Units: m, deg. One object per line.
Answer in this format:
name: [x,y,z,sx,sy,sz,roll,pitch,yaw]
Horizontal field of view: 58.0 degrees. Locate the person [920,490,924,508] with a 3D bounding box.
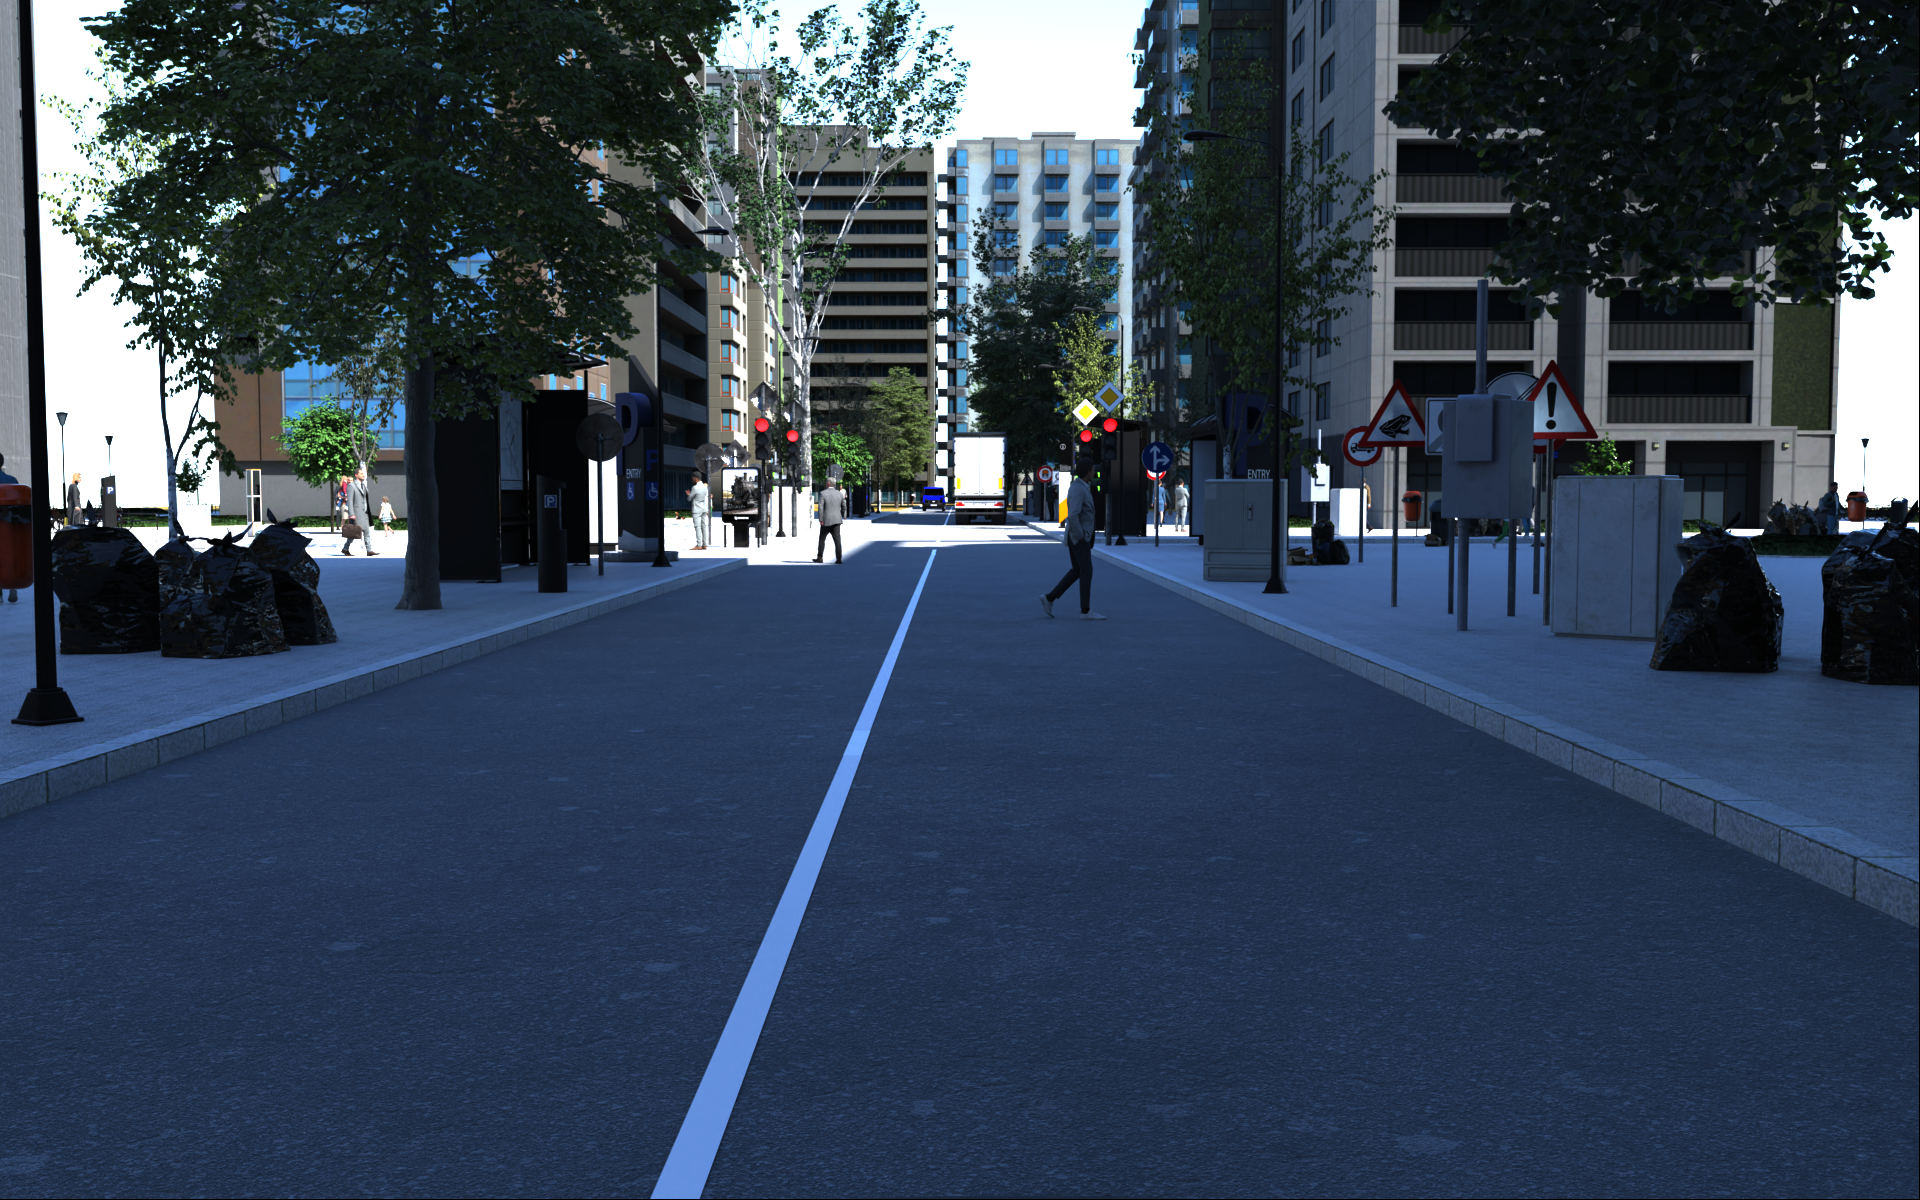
person: [-3.874,-10.552,181.041,0.705,1.823,1.348,-1,4,-20]

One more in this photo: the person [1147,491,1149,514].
person: [12.131,-6.580,113.828,0.583,1.804,0.606,-1,4,-12]

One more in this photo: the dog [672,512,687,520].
dog: [-13.886,-4.161,85.773,0.550,0.427,0.748,-3,5,-40]

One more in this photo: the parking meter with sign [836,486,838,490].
parking meter with sign: [-8.300,-7.573,120.082,0.543,3.016,1.738,-2,4,-23]

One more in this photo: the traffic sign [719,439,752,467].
traffic sign: [-5.423,-2.568,41.720,0.795,2.593,0.064,0,4,4]

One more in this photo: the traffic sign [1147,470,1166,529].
traffic sign: [7.133,-3.865,63.294,0.768,2.556,0.104,0,4,1]

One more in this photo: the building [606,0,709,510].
building: [-27.694,-29.508,106.153,21.300,48.544,21.600,0,3,0]

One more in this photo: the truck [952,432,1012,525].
truck: [1.064,-5.812,83.937,2.839,4.237,11.283,0,4,2]

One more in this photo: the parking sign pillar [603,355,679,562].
parking sign pillar: [-6.111,-2.728,33.067,1.447,3.967,1.447,-2,4,-34]

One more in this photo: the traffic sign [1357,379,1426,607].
traffic sign: [4.940,-1.201,19.639,0.884,2.594,0.081,0,4,5]

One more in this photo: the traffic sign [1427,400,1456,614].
traffic sign: [5.260,-1.001,18.501,0.606,2.300,0.079,0,4,2]

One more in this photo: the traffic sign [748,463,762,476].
traffic sign: [-8.494,-4.391,71.903,0.768,2.556,0.104,0,4,1]

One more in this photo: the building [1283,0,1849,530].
building: [25.573,-38.671,70.521,20.611,71.187,20.563,0,3,0]

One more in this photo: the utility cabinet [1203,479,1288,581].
utility cabinet: [4.176,-1.021,25.366,1.173,1.500,0.318,1,4,21]

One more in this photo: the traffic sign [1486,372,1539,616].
traffic sign: [5.792,-1.102,18.121,0.768,2.556,0.104,0,4,8]

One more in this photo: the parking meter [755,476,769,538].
parking meter: [-5.764,-2.734,50.405,0.399,1.863,0.255,-1,4,-12]

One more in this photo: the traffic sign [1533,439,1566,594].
traffic sign: [7.415,-1.352,22.211,0.768,2.556,0.104,0,4,0]

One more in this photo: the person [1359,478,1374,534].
person: [12.989,-3.037,55.615,0.836,1.842,0.656,-3,5,-40]

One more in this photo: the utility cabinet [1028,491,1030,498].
utility cabinet: [5.206,-6.861,120.851,1.173,1.500,0.318,0,4,-2]

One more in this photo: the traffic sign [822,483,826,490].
traffic sign: [-8.125,-6.414,104.875,0.884,2.594,0.081,1,4,9]

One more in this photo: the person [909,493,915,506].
person: [-5.473,-11.227,192.867,1.065,1.426,0.557,3,4,37]

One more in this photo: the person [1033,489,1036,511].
person: [4.519,-5.808,101.095,0.391,1.810,0.635,-3,5,-43]

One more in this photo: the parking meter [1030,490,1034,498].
parking meter: [4.583,-6.098,108.106,0.372,1.533,0.369,0,3,0]

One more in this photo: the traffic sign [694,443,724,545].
traffic sign: [-6.260,-2.640,43.266,0.768,2.556,0.104,0,4,5]

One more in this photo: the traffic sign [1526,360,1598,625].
traffic sign: [5.737,-1.032,16.872,0.884,2.594,0.081,0,4,7]

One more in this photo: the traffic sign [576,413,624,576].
traffic sign: [-5.658,-1.659,27.227,0.768,2.556,0.104,0,4,3]

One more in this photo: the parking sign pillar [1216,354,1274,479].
parking sign pillar: [5.574,-2.773,33.809,1.447,3.967,1.447,-3,5,-42]

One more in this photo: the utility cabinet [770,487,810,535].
utility cabinet: [-5.257,-2.745,53.561,1.173,1.500,0.318,-1,4,-17]

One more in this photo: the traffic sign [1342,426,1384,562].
traffic sign: [7.527,-1.978,32.451,0.768,2.556,0.104,0,4,4]

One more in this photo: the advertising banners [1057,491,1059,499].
advertising banners: [4.947,-5.362,83.852,0.090,3.025,2.074,-1,4,-11]

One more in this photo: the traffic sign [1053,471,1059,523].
traffic sign: [4.373,-4.543,76.415,0.606,2.300,0.079,0,4,6]

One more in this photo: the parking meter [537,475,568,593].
parking meter: [-5.329,-0.870,22.629,0.372,1.533,0.369,0,3,0]

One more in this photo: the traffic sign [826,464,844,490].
traffic sign: [-5.262,-4.450,72.866,0.768,2.556,0.104,0,4,7]

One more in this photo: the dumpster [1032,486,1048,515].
dumpster: [4.987,-5.986,103.624,1.264,1.857,1.865,0,3,0]

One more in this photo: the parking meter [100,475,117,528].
parking meter: [-26.038,-2.890,52.965,0.255,1.863,0.399,3,5,42]

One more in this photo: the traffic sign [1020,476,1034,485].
traffic sign: [4.122,-6.492,106.153,0.884,2.594,0.081,0,4,3]

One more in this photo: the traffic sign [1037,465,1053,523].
traffic sign: [3.799,-4.717,77.228,0.768,2.556,0.104,0,4,0]

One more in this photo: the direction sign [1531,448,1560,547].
direction sign: [14.155,-3.074,42.253,0.876,3.537,0.379,1,4,12]

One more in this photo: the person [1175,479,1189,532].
person: [7.572,-3.228,58.997,0.511,1.800,0.466,2,4,30]

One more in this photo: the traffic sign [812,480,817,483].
traffic sign: [-7.320,-5.174,84.604,0.884,2.594,0.081,0,4,3]

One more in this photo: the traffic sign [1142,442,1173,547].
traffic sign: [4.808,-2.576,42.218,0.768,2.556,0.104,0,4,2]

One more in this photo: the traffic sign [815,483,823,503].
traffic sign: [-7.889,-5.919,96.882,0.768,2.556,0.104,0,4,7]

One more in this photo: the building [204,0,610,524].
building: [-24.539,-26.253,79.342,14.600,45.320,14.200,0,3,0]

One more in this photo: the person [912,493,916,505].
person: [-5.309,-11.511,197.440,0.628,1.438,0.799,-1,4,-11]

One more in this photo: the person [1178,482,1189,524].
person: [9.511,-4.156,74.179,0.709,1.800,0.728,-3,5,-41]

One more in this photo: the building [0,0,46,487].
building: [-46.886,-23.520,68.150,14.086,41.232,14.154,0,3,0]

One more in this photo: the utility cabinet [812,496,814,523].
utility cabinet: [-7.020,-4.070,77.701,1.020,1.237,0.306,-3,5,-44]

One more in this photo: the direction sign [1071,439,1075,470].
direction sign: [4.676,-4.878,71.755,0.379,3.537,0.876,1,4,13]
